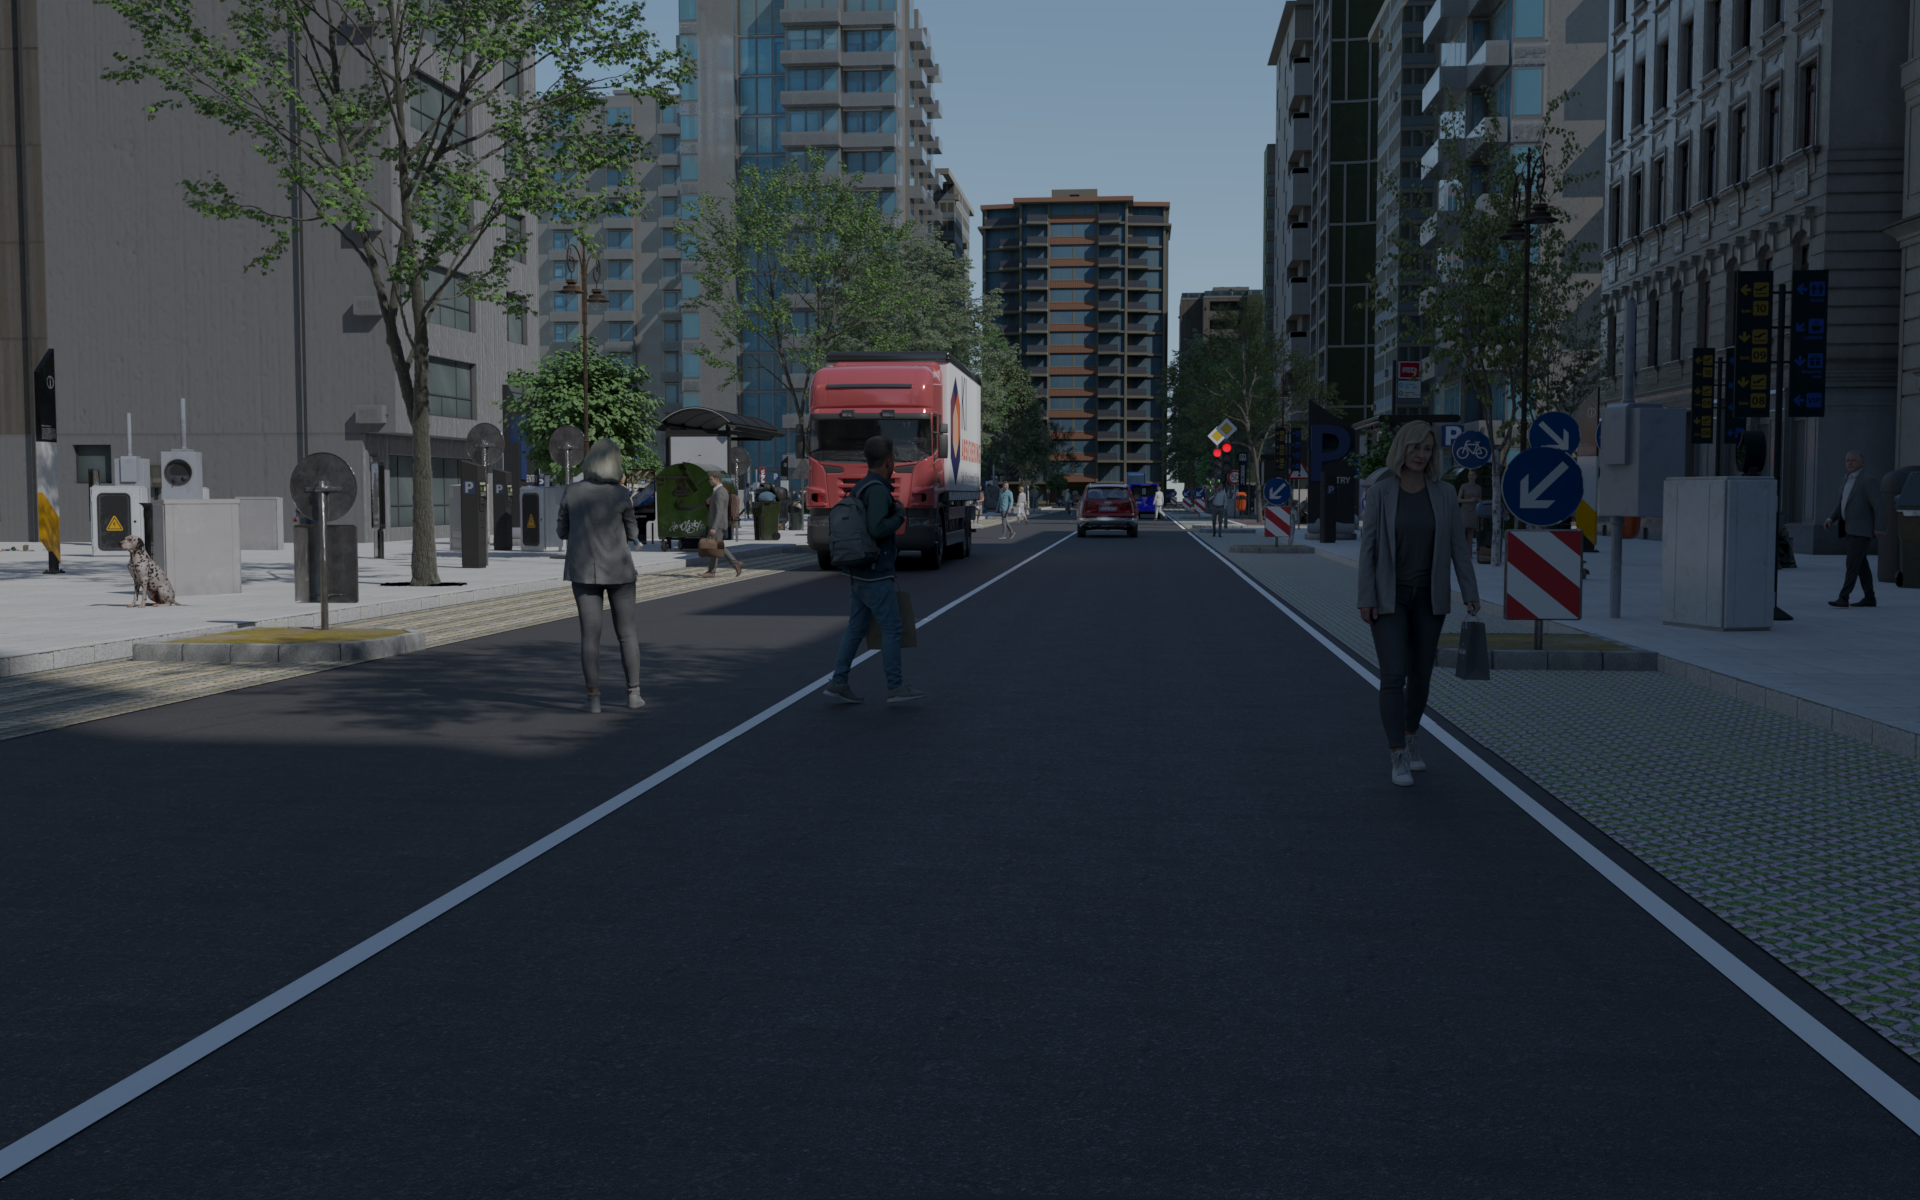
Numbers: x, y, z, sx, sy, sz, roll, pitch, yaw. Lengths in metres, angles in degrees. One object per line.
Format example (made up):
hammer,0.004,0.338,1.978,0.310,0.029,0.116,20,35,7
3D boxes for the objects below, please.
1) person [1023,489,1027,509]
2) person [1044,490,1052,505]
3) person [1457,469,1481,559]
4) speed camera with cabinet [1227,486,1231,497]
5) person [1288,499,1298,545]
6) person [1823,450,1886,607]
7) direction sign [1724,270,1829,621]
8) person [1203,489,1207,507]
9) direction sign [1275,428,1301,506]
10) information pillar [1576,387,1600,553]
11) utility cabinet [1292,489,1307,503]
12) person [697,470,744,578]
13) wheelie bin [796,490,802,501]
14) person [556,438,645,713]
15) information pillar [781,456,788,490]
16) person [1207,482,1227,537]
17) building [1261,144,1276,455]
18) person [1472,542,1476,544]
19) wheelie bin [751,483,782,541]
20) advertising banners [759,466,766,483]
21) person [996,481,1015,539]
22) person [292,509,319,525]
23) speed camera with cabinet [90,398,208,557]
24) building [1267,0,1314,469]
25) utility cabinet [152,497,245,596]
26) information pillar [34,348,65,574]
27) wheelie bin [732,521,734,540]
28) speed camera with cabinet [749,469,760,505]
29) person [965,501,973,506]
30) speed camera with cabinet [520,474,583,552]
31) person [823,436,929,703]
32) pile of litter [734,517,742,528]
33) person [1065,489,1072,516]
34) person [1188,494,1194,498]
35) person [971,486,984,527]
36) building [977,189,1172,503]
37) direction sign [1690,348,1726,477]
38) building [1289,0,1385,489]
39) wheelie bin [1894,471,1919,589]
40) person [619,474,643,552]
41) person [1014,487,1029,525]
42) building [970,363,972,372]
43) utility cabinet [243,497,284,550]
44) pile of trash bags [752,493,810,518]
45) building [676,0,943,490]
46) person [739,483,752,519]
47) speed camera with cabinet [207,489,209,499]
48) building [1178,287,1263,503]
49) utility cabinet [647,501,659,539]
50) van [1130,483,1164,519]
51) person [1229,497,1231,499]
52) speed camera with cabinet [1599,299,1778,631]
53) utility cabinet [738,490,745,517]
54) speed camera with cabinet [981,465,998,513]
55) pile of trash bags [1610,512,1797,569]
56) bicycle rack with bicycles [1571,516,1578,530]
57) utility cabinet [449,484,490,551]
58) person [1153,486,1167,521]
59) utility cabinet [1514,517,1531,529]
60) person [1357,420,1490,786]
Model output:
person,4.248,-6.689,118.050,0.728,1.800,0.709,0,4,3
person,9.994,-11.618,196.545,0.990,1.755,0.434,0,4,-4
person,10.076,-1.706,34.277,0.599,1.781,0.374,-1,4,-9
speed camera with cabinet,19.337,-8.071,126.301,0.660,3.252,2.038,-1,4,-22
person,8.377,-1.894,43.742,0.425,1.301,0.394,3,5,40
person,10.053,-0.801,19.546,0.834,1.777,0.661,-1,4,-20
direction sign,8.320,-1.567,17.620,0.876,3.537,0.379,0,4,7
person,25.020,-10.490,177.489,1.348,1.831,0.705,3,4,38
direction sign,11.162,-4.098,59.005,0.876,3.537,0.379,0,4,2
information pillar,13.791,-2.854,38.017,0.183,3.616,0.504,-3,4,-38
utility cabinet,15.977,-4.366,80.066,1.173,1.500,0.318,0,4,2
person,-4.070,-1.283,29.444,0.822,1.834,0.622,-1,4,-16
wheelie bin,-12.788,-7.893,136.962,0.693,1.594,0.980,-3,4,-36
person,-2.402,-0.175,11.538,0.537,1.800,0.526,0,4,2
information pillar,-10.742,-7.021,106.143,0.504,3.616,0.183,1,4,19
person,8.523,-2.989,57.463,0.679,1.850,0.850,0,4,2
building,42.630,-31.845,204.265,14.154,41.232,14.086,0,4,6
person,12.956,-2.379,44.813,0.818,1.842,0.514,0,4,8
wheelie bin,-5.364,-2.447,47.921,0.693,1.594,0.980,-2,4,-35
advertising banners,-11.882,-6.943,109.698,2.074,3.025,0.090,-3,5,-44
person,1.522,-2.906,55.881,0.748,1.841,0.638,-2,4,-29
person,-10.928,-1.420,29.173,0.656,1.842,0.836,-1,4,-9
speed camera with cabinet,-16.719,-2.523,35.593,2.038,3.252,0.660,-1,4,-10
building,47.627,-36.270,182.253,28.713,52.752,27.495,0,4,6
utility cabinet,-9.709,-0.666,22.054,0.306,1.237,1.020,3,4,37
information pillar,-14.575,-2.221,27.670,0.183,3.616,0.504,0,4,1
wheelie bin,-6.666,-2.472,48.323,0.980,1.594,0.693,1,4,9
speed camera with cabinet,-16.605,-8.808,138.341,0.660,3.252,2.038,3,4,38
person,0.486,-4.619,84.196,0.537,1.800,0.526,-1,4,-20
speed camera with cabinet,-8.922,-2.684,38.222,2.038,3.252,0.660,3,5,42
person,-0.578,-0.202,11.789,0.713,1.824,0.794,0,4,-3
pile of litter,-8.828,-3.167,65.744,1.176,0.858,1.719,0,4,4
person,7.173,-6.441,114.303,0.515,1.767,0.782,0,4,7
person,25.908,-11.635,196.356,1.350,1.814,0.705,3,4,38
person,0.736,-4.095,75.435,0.573,1.828,0.580,1,4,15
building,15.944,-36.502,251.429,28.867,44.769,22.147,0,4,6
direction sign,11.771,-2.135,26.908,0.876,3.537,0.379,0,4,-3
building,41.302,-44.034,158.210,20.563,71.187,20.611,0,4,6
wheelie bin,13.204,-0.960,23.597,0.693,1.594,0.980,-2,4,-31
person,-7.301,-1.929,38.254,0.598,1.740,0.731,0,4,0
person,2.884,-4.413,81.010,0.694,1.780,0.624,-3,5,-41
building,-12.787,-25.228,257.512,28.899,21.520,27.650,0,4,6
utility cabinet,-16.016,-1.740,39.613,1.020,1.237,0.306,1,4,8
pile of trash bags,-9.295,-5.067,92.602,3.447,1.369,1.912,-2,4,-27
building,-13.608,-33.374,165.280,23.786,49.044,30.456,0,4,6
person,-10.916,-5.016,87.905,0.795,1.843,0.661,-1,4,-14
speed camera with cabinet,-19.629,-2.953,42.625,2.038,3.252,0.660,-1,4,-10
building,37.945,-28.925,244.632,14.107,30.474,14.160,0,4,6
utility cabinet,-8.623,-2.354,49.654,1.020,1.237,0.306,-2,4,-26
van,10.819,-5.938,101.477,2.240,2.365,5.245,0,4,7
person,29.513,-11.116,188.610,0.721,1.723,1.217,0,4,-3
speed camera with cabinet,7.155,-1.391,17.081,0.660,3.252,2.038,-1,4,-13
utility cabinet,-12.616,-5.382,96.676,1.173,1.500,0.318,0,4,0
speed camera with cabinet,1.678,-7.536,117.544,0.660,3.252,2.038,-3,5,-44
pile of trash bags,13.102,-1.290,30.844,1.912,1.369,3.447,-2,4,-35
bicycle rack with bicycles,17.120,-2.446,53.371,2.852,0.926,2.925,-2,4,-29
utility cabinet,-10.922,-1.824,38.509,1.173,1.500,0.318,3,5,42
person,10.597,-5.107,91.885,0.818,1.842,0.514,2,4,32
utility cabinet,16.554,-2.589,51.014,1.173,1.500,0.318,2,4,29
person,2.356,-0.006,8.773,0.709,1.800,0.728,0,4,4
